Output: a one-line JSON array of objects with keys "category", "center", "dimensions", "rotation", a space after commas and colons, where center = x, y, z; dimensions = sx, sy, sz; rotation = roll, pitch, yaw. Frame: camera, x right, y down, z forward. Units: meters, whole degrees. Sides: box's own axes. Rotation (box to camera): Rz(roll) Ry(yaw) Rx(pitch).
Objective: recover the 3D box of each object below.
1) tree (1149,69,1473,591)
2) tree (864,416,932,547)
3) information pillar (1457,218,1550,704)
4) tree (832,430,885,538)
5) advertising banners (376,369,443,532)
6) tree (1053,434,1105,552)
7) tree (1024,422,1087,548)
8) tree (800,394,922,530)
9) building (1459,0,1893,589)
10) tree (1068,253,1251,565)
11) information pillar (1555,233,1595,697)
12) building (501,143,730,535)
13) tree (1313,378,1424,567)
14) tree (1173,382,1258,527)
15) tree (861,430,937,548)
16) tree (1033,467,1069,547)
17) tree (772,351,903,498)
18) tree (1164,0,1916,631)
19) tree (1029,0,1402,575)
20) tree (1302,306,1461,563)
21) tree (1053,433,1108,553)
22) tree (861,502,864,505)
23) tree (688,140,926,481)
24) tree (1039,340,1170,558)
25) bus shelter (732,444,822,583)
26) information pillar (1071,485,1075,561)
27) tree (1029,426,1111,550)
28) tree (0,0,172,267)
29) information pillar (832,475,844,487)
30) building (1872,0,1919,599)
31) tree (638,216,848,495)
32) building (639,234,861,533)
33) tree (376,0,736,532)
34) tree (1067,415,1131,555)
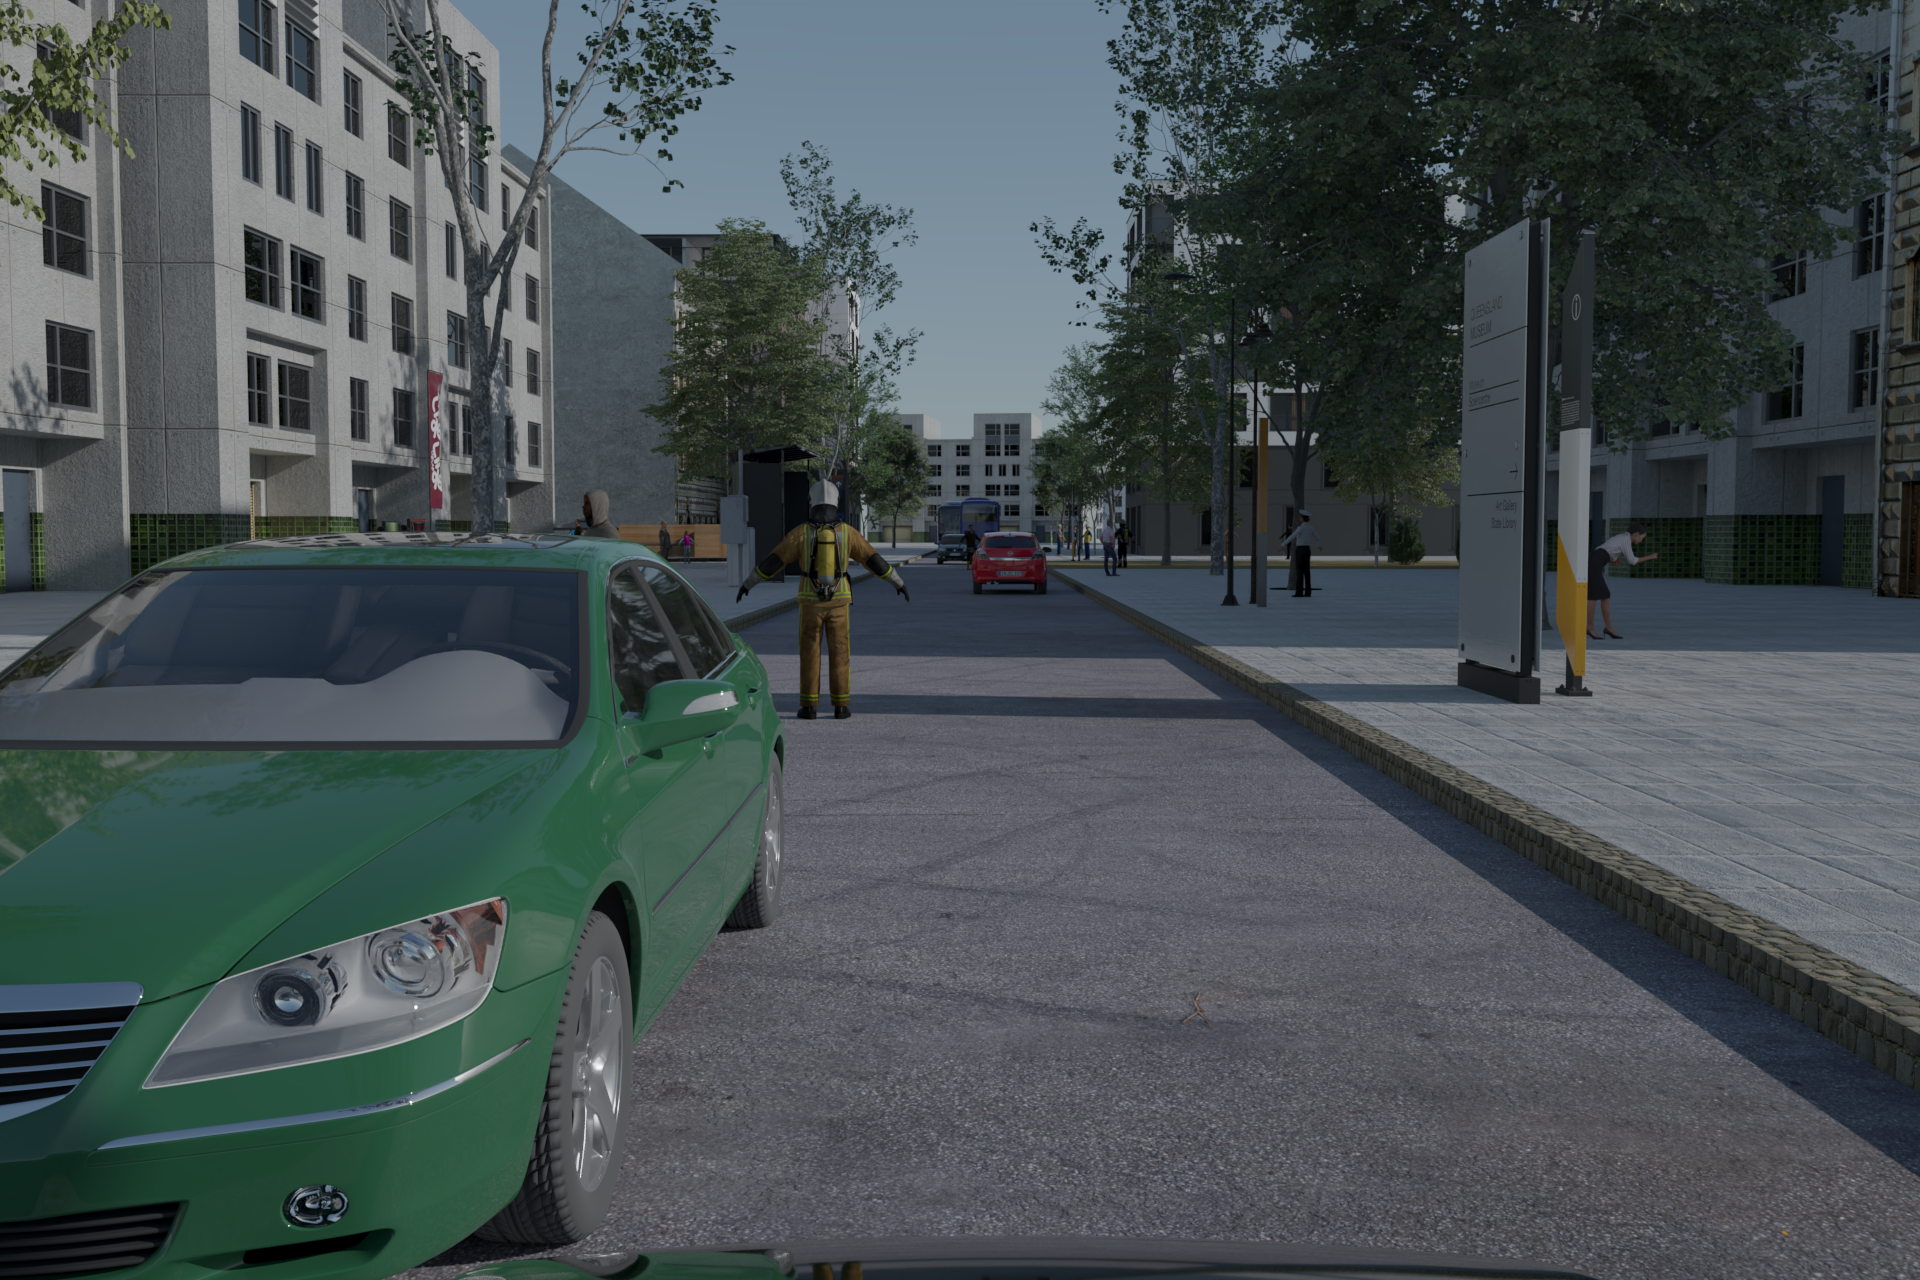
[{"category": "tree", "center": [7.775, -6.940, 39.232], "dimensions": [9.928, 11.665, 9.643], "rotation": [0, 3, 0]}, {"category": "tree", "center": [-6.192, -15.219, 166.957], "dimensions": [7.486, 12.596, 7.792], "rotation": [0, 3, 0]}, {"category": "information pillar", "center": [4.296, -1.373, 13.760], "dimensions": [0.184, 3.620, 1.656], "rotation": [0, 4, 0]}, {"category": "tree", "center": [-6.474, -10.035, 114.429], "dimensions": [4.737, 8.622, 4.395], "rotation": [0, 3, 0]}, {"category": "advertising banners", "center": [-5.645, -1.330, 17.934], "dimensions": [0.090, 3.025, 2.074], "rotation": [0, 4, 1]}, {"category": "tree", "center": [8.593, -10.489, 121.860], "dimensions": [4.360, 8.622, 3.978], "rotation": [0, 3, 0]}, {"category": "tree", "center": [9.448, -14.211, 158.106], "dimensions": [9.928, 11.665, 9.643], "rotation": [0, 3, 0]}, {"category": "tree", "center": [-6.446, -10.606, 107.824], "dimensions": [8.767, 10.594, 7.601], "rotation": [0, 4, 4]}, {"category": "building", "center": [27.756, -11.298, 51.181], "dimensions": [16.747, 18.905, 31.486], "rotation": [0, 4, 0]}, {"category": "tree", "center": [8.303, -9.353, 71.051], "dimensions": [7.486, 12.596, 7.792], "rotation": [0, 3, 0]}, {"category": "information pillar", "center": [4.897, -1.372, 13.790], "dimensions": [0.183, 3.616, 0.504], "rotation": [0, 4, 1]}, {"category": "building", "center": [-25.084, -16.888, 107.043], "dimensions": [19.493, 23.208, 18.063], "rotation": [0, 4, 1]}, {"category": "tree", "center": [16.152, -7.164, 67.498], "dimensions": [4.737, 8.622, 4.395], "rotation": [0, 3, 0]}, {"category": "tree", "center": [11.914, -7.946, 80.284], "dimensions": [4.737, 8.622, 4.395], "rotation": [0, 3, 0]}, {"category": "tree", "center": [-6.003, -13.515, 155.386], "dimensions": [8.767, 10.594, 7.601], "rotation": [1, 4, 8]}, {"category": "tree", "center": [9.027, -13.409, 169.604], "dimensions": [4.737, 8.622, 4.395], "rotation": [0, 3, 0]}, {"category": "tree", "center": [-7.048, -10.601, 99.087], "dimensions": [9.928, 11.665, 9.643], "rotation": [0, 3, 0]}, {"category": "tree", "center": [7.514, -7.115, 22.989], "dimensions": [9.857, 13.997, 8.962], "rotation": [0, 3, 0]}, {"category": "tree", "center": [8.617, -12.170, 54.869], "dimensions": [12.611, 20.169, 13.585], "rotation": [0, 3, 0]}, {"category": "tree", "center": [19.085, -9.763, 77.747], "dimensions": [7.486, 12.596, 7.792], "rotation": [0, 3, 0]}, {"category": "tree", "center": [7.871, -10.123, 115.867], "dimensions": [4.360, 8.622, 3.978], "rotation": [0, 3, 0]}, {"category": "tree", "center": [-16.171, -18.765, 257.163], "dimensions": [4.737, 8.622, 4.395], "rotation": [0, 3, 0]}, {"category": "tree", "center": [-7.847, -14.097, 86.378], "dimensions": [12.611, 20.169, 13.585], "rotation": [0, 3, 0]}, {"category": "tree", "center": [8.096, -10.207, 92.634], "dimensions": [9.928, 11.665, 9.643], "rotation": [0, 3, 0]}, {"category": "bus shelter", "center": [-5.043, -3.498, 48.483], "dimensions": [1.731, 3.624, 6.357], "rotation": [0, 4, 2]}, {"category": "information pillar", "center": [5.399, -5.584, 82.654], "dimensions": [0.183, 3.616, 0.504], "rotation": [0, 4, -1]}, {"category": "tree", "center": [9.321, -12.780, 143.368], "dimensions": [7.601, 10.594, 8.767], "rotation": [-1, 4, -12]}, {"category": "tree", "center": [-8.481, -3.888, 13.930], "dimensions": [4.737, 8.622, 4.395], "rotation": [0, 3, 0]}, {"category": "information pillar", "center": [-5.323, -5.330, 76.528], "dimensions": [0.750, 3.857, 0.750], "rotation": [0, 4, 1]}, {"category": "building", "center": [27.773, -11.904, 25.568], "dimensions": [19.493, 23.208, 18.063], "rotation": [0, 4, 1]}, {"category": "tree", "center": [-7.758, -8.856, 62.919], "dimensions": [7.486, 12.596, 7.792], "rotation": [0, 3, 0]}, {"category": "building", "center": [-22.703, -17.773, 134.566], "dimensions": [27.936, 21.610, 32.646], "rotation": [0, 4, 0]}, {"category": "tree", "center": [-7.143, -10.573, 28.751], "dimensions": [12.611, 20.169, 13.585], "rotation": [0, 3, 0]}, {"category": "tree", "center": [8.255, -9.551, 106.513], "dimensions": [4.360, 8.622, 3.978], "rotation": [0, 3, 0]}]
